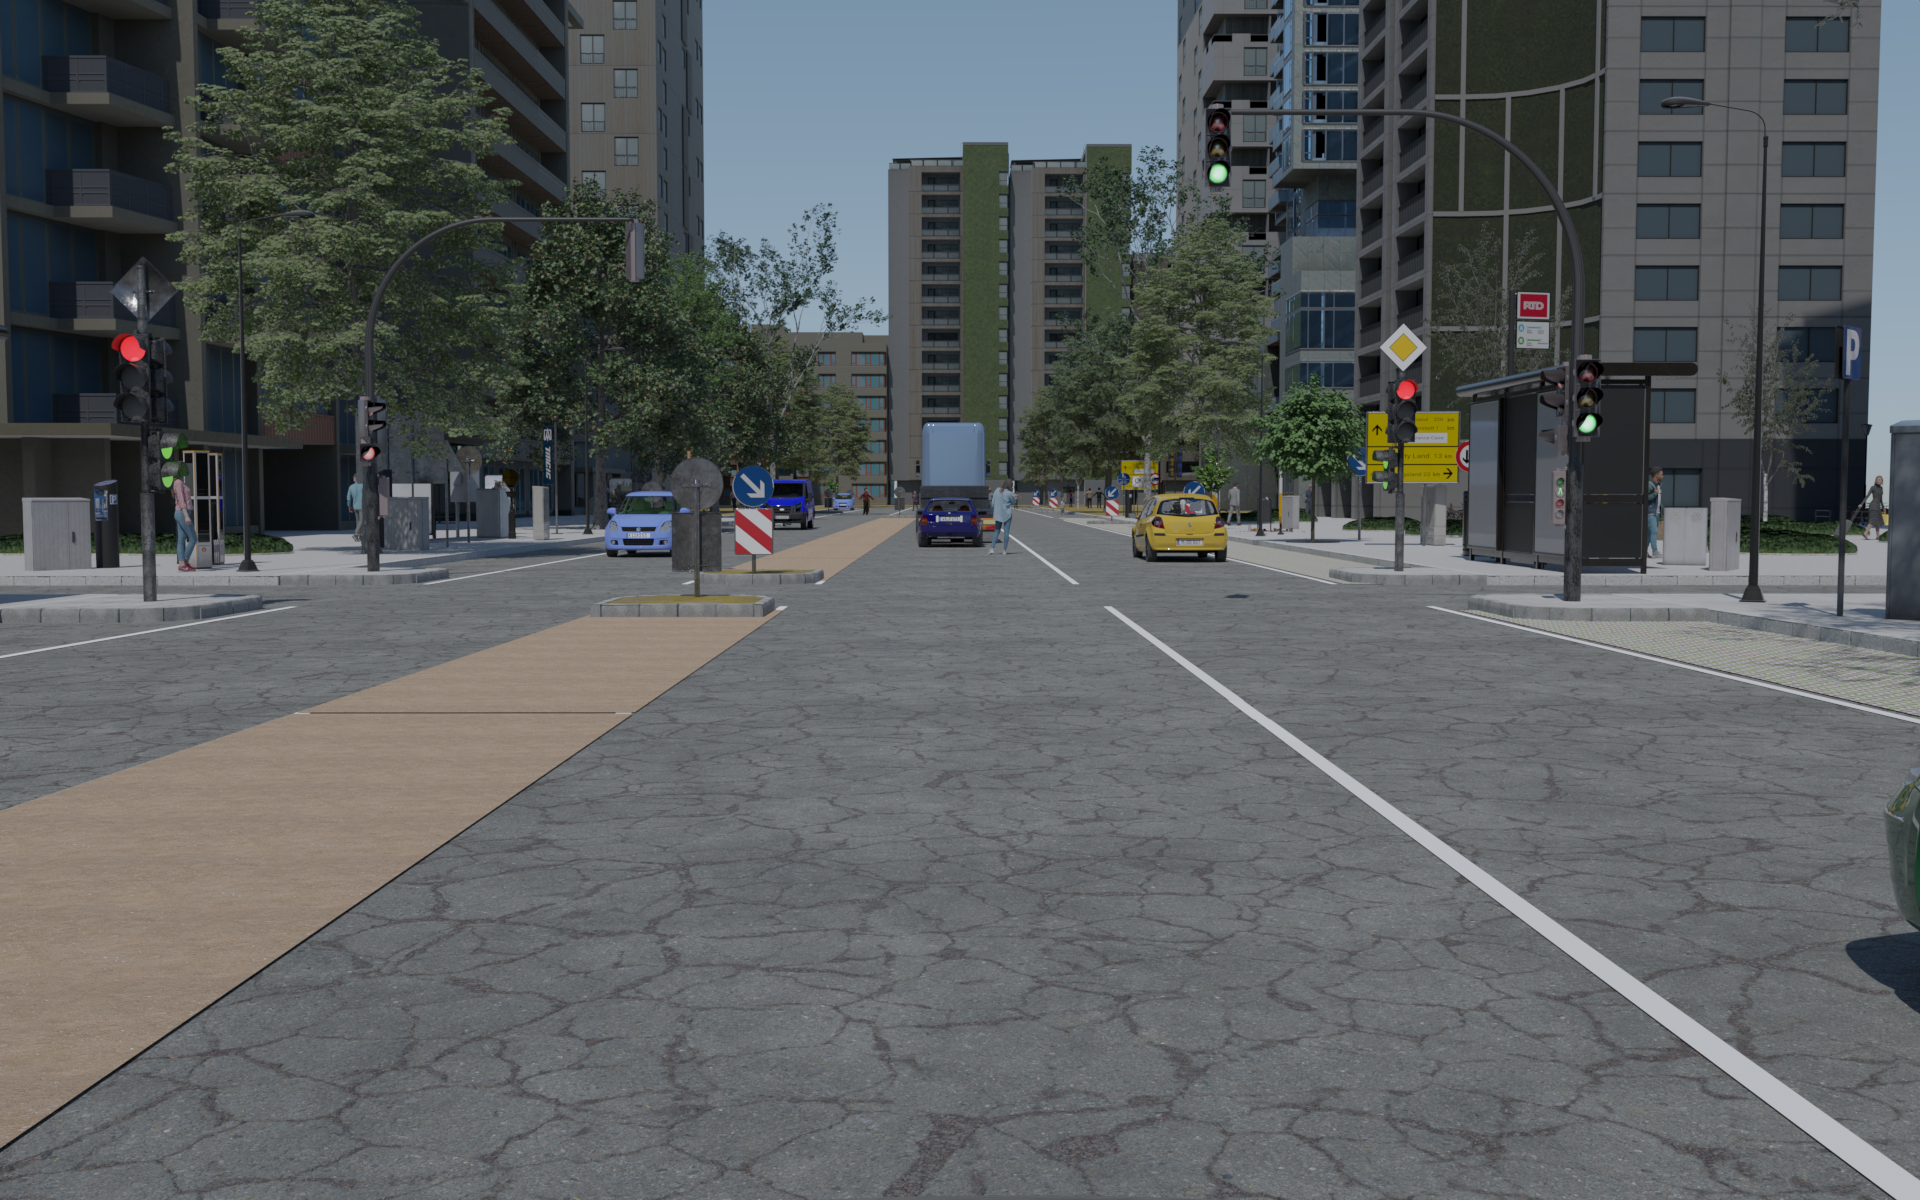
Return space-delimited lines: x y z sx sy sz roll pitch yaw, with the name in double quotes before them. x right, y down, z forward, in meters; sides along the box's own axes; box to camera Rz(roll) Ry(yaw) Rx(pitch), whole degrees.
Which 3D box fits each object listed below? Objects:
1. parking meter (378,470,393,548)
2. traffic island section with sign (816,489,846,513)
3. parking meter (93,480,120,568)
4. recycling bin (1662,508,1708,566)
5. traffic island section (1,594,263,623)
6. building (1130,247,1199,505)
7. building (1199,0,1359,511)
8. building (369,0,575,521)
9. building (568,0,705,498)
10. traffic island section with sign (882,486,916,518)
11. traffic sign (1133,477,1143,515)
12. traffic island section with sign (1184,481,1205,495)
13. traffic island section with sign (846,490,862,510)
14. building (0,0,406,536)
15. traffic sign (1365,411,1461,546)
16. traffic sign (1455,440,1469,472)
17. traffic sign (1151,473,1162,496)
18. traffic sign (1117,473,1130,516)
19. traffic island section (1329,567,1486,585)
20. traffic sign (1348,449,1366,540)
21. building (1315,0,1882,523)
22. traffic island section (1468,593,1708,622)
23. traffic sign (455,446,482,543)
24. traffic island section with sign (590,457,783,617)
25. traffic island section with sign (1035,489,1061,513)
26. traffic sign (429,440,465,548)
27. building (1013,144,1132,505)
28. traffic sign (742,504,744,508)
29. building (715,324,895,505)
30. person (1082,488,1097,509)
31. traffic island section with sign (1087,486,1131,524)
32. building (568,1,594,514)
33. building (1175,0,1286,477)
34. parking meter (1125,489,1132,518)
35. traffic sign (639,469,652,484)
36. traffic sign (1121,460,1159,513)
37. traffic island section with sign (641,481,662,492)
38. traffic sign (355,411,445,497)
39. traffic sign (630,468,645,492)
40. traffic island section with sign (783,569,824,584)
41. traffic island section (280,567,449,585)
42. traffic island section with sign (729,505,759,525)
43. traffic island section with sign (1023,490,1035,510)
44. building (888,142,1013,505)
"parking meter" -13.783 -2.185 41.433 0.399 1.863 0.255 2 4 35
"traffic island section with sign" -9.842 -7.451 130.448 1.989 1.847 2.006 0 4 0
"parking meter" -14.816 -1.325 30.073 0.372 1.533 0.369 0 3 0
"recycling bin" 13.161 -1.154 31.428 0.722 1.027 0.722 2 4 24
"traffic island section" -9.697 0.096 20.704 2.009 0.180 2.903 0 4 0
"building" 26.772 -26.532 205.493 14.107 30.474 14.160 0 4 0
"building" 30.875 -49.643 124.335 22.319 86.520 31.000 0 4 0
"building" -33.355 -28.538 90.291 21.300 48.544 21.600 0 4 0
"building" -37.463 -34.491 153.164 27.495 52.752 28.713 0 4 0
"traffic island section with sign" -3.631 -5.833 103.509 2.006 1.907 1.989 0 4 0
"traffic sign" 10.374 -6.057 101.164 0.606 2.300 0.079 0 4 8
"traffic island section with sign" 7.200 -2.826 54.828 1.989 1.847 2.006 0 4 0
"traffic island section with sign" -9.945 -9.133 157.946 1.989 1.847 2.006 0 4 0
"building" -31.372 -24.500 55.206 22.147 44.769 28.867 0 4 0
"traffic sign" 11.108 -2.978 42.558 2.265 3.308 0.079 0 4 5
"traffic sign" 12.062 -2.496 40.913 0.768 2.556 0.104 0 4 3
"traffic sign" 11.661 -6.328 103.565 0.768 2.556 0.104 0 4 7
"traffic sign" 9.736 -6.289 102.934 0.768 2.556 0.104 1 4 8
"traffic island section" 7.311 -0.396 28.755 2.009 0.180 2.903 0 4 0
"traffic sign" 11.179 -2.954 48.407 0.768 2.556 0.104 0 4 6
"building" 30.172 -39.579 85.368 20.563 71.187 20.611 0 4 0
"traffic island section" 7.345 0.092 20.770 2.009 0.180 2.903 0 4 0
"traffic sign" -13.000 -2.793 45.764 0.768 2.556 0.104 0 4 8
"traffic island section with sign" -3.282 -0.785 20.964 2.006 1.907 1.989 0 4 0
"traffic island section with sign" 6.887 -7.462 130.630 1.989 1.847 2.006 0 4 0
"traffic sign" -12.286 -2.535 41.450 0.884 2.594 0.081 0 4 7
"building" 12.675 -31.904 205.227 14.086 41.232 14.154 0 4 0
"traffic sign" -12.814 -6.252 102.231 0.884 2.594 0.081 1 4 8
"building" -22.928 -22.423 211.662 28.899 21.520 27.650 0 4 0
"person" 11.485 -9.013 153.413 1.348 1.823 0.705 0 4 -2
"traffic island section with sign" 7.086 -4.531 82.702 1.989 1.847 2.006 0 4 0
"building" -39.625 -25.889 115.162 32.217 40.220 23.993 0 4 0
"building" 34.319 -34.577 154.574 28.713 52.752 27.495 0 4 0
"parking meter" 9.039 -5.167 92.888 0.372 1.533 0.369 0 3 0
"traffic sign" -15.651 -5.255 86.032 0.768 2.556 0.104 0 4 7
"traffic sign" 10.820 -6.757 104.343 2.265 3.308 0.079 0 4 7
"traffic island section with sign" -9.517 -2.737 53.372 1.989 1.847 2.006 0 4 0
"traffic sign" -13.782 -2.982 42.628 2.265 3.308 0.079 0 4 6
"traffic sign" -15.385 -5.034 82.306 0.884 2.594 0.081 0 4 4
"traffic island section with sign" -3.304 -1.238 28.371 2.006 1.907 1.989 0 4 0
"traffic island section" -9.730 -0.392 28.689 2.009 0.180 2.903 0 4 0
"traffic island section with sign" -9.622 -4.385 80.327 1.989 1.847 2.006 0 4 0
"traffic island section with sign" 6.769 -9.111 157.585 1.989 1.847 2.006 0 4 0
"building" -1.406 -31.842 204.209 14.086 41.232 14.154 0 4 0
